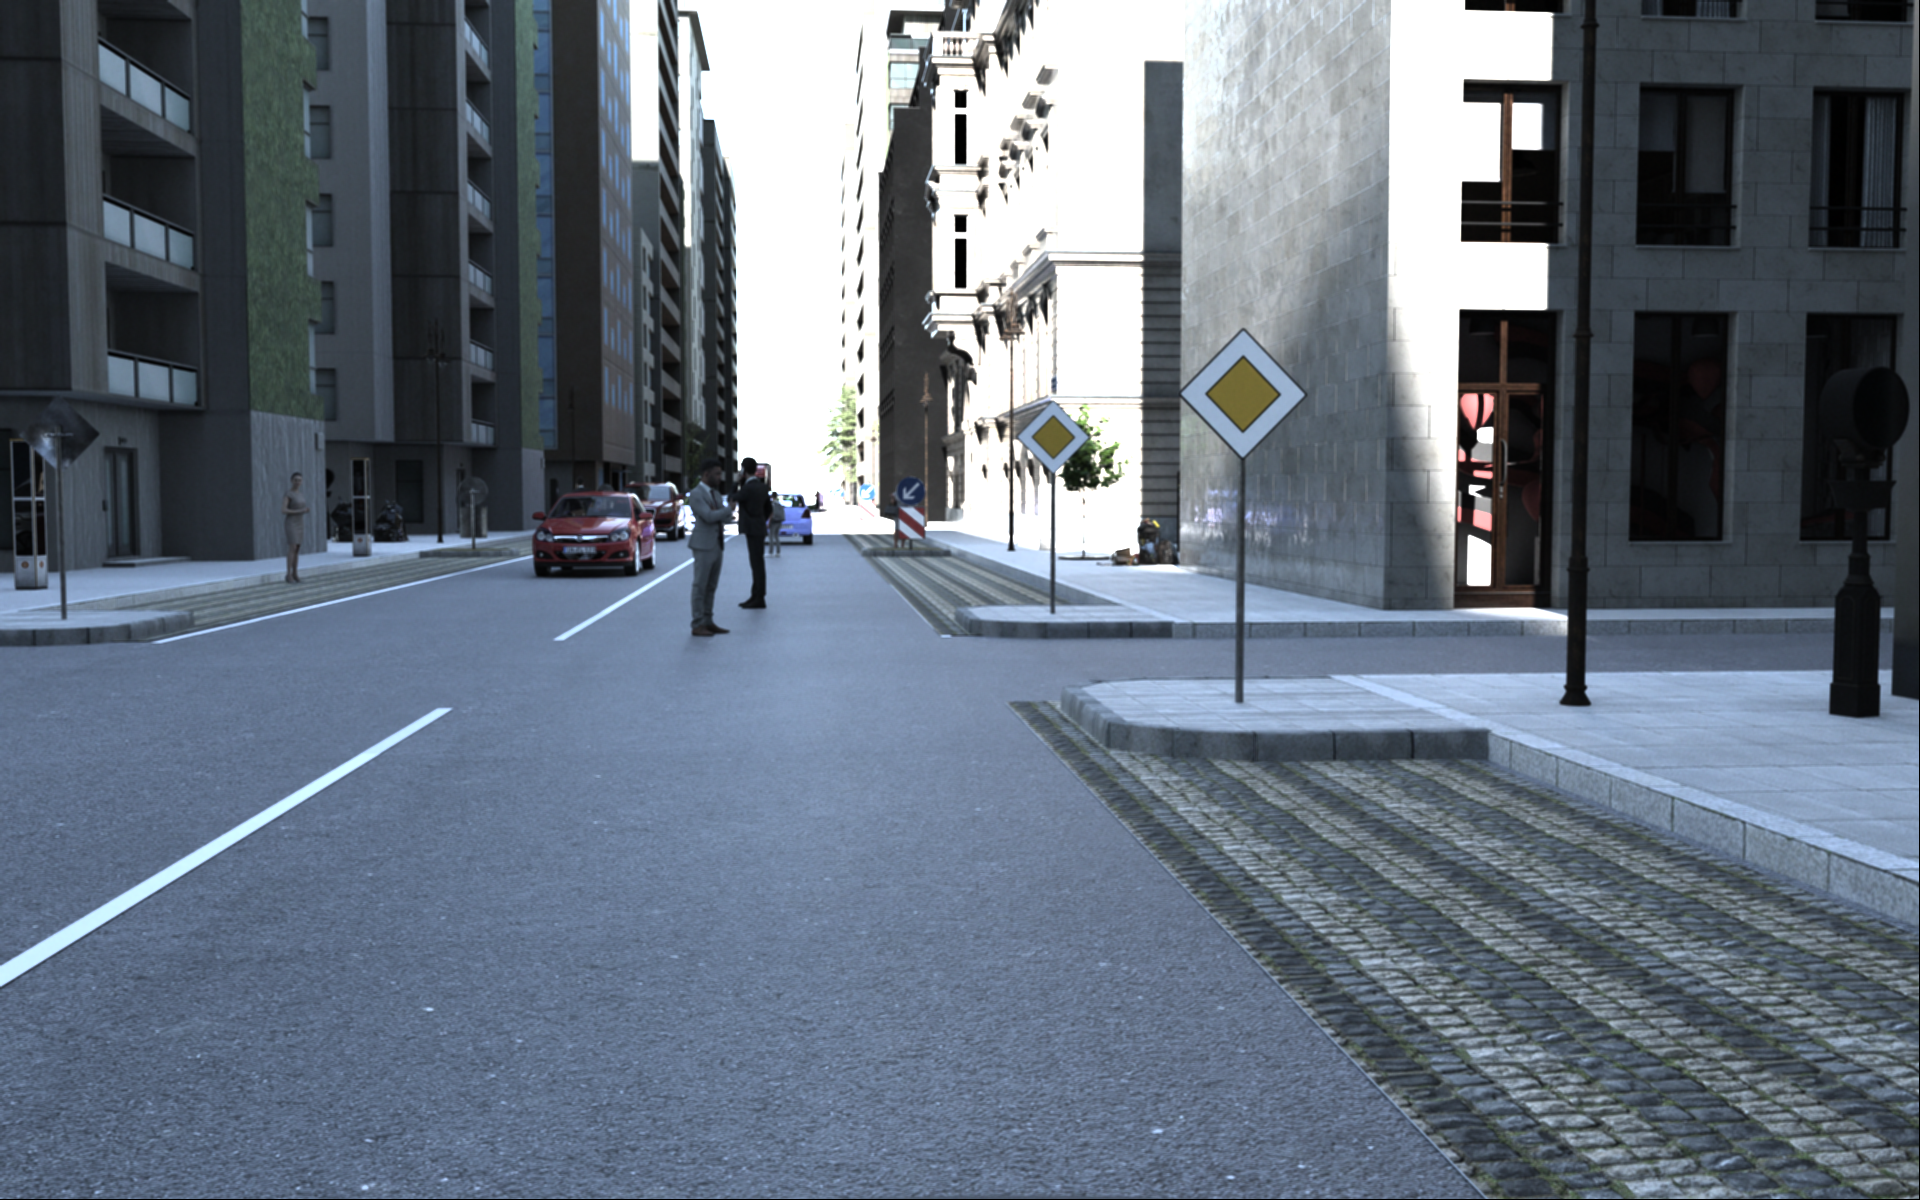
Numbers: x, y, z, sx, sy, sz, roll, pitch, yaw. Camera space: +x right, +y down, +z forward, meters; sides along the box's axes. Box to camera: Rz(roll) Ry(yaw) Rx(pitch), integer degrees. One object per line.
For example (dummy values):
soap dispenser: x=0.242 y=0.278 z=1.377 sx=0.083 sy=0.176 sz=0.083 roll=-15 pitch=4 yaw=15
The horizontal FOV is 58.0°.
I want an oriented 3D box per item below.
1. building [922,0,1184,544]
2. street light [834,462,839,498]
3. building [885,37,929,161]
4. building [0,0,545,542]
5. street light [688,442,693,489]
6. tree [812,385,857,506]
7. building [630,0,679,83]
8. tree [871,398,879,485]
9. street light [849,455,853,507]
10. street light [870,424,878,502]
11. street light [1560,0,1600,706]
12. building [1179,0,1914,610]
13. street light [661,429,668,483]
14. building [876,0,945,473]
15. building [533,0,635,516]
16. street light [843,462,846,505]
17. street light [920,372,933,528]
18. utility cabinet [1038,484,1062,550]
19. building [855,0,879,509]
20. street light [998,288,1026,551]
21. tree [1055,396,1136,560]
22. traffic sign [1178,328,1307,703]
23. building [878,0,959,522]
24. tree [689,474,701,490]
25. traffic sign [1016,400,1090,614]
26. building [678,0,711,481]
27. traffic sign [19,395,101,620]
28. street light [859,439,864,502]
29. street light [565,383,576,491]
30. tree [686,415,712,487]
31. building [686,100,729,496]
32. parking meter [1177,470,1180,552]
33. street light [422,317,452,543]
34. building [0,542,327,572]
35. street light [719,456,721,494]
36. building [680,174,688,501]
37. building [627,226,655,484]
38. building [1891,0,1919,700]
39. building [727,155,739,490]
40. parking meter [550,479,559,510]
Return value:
building: x=6.019 y=-14.783 z=60.786 sx=14.460 sy=24.649 sz=34.723 roll=0 pitch=4 yaw=-5
street light: x=-18.250 y=-17.092 z=252.235 sx=0.468 sy=5.910 sz=1.993 roll=0 pitch=4 yaw=-5
building: x=2.018 y=-20.945 z=114.159 sx=14.160 sy=30.474 sz=14.107 roll=0 pitch=4 yaw=-5
building: x=-21.909 y=-22.787 z=56.159 sx=14.154 sy=41.232 sz=14.086 roll=0 pitch=4 yaw=-5
street light: x=-23.095 y=-10.766 z=148.806 sx=0.468 sy=5.910 sz=1.993 roll=0 pitch=4 yaw=-5
tree: x=-11.555 y=-16.067 z=180.828 sx=7.486 sy=12.596 sz=7.792 roll=0 pitch=3 yaw=0
building: x=-32.522 y=-30.970 z=130.068 sx=21.300 sy=48.544 sz=21.600 roll=0 pitch=4 yaw=-5
tree: x=-3.504 y=-9.324 z=102.815 sx=4.737 sy=8.622 sz=4.395 roll=0 pitch=3 yaw=0
street light: x=-10.638 y=-12.015 z=169.238 sx=0.468 sy=5.910 sz=1.993 roll=0 pitch=4 yaw=-5
street light: x=-5.732 y=-8.694 z=114.927 sx=0.468 sy=5.910 sz=1.993 roll=0 pitch=4 yaw=-5
street light: x=3.752 y=-2.299 z=10.383 sx=0.468 sy=5.910 sz=1.993 roll=0 pitch=4 yaw=-5
building: x=12.574 y=-10.376 z=24.398 sx=16.860 sy=20.320 sz=10.420 roll=0 pitch=4 yaw=-5
street light: x=-20.627 y=-9.058 z=120.878 sx=0.468 sy=5.910 sz=1.993 roll=0 pitch=4 yaw=-5
building: x=7.431 y=-33.369 z=134.817 sx=28.713 sy=52.752 sz=27.495 roll=0 pitch=4 yaw=-5
building: x=-22.554 y=-26.181 z=78.169 sx=14.600 sy=45.320 sz=14.200 roll=0 pitch=4 yaw=-5
street light: x=-13.206 y=-13.748 z=197.569 sx=0.468 sy=5.910 sz=1.993 roll=0 pitch=4 yaw=-5
street light: x=-1.281 y=-5.698 z=65.949 sx=0.468 sy=5.910 sz=1.993 roll=0 pitch=4 yaw=-5
utility cabinet: x=2.072 y=-1.904 z=39.812 sx=0.318 sy=1.500 sz=1.173 roll=1 pitch=4 yaw=16
building: x=1.430 y=-32.740 z=159.004 sx=21.300 sy=48.544 sz=21.600 roll=0 pitch=4 yaw=-5
street light: x=1.159 y=-4.047 z=38.951 sx=0.468 sy=5.910 sz=1.993 roll=0 pitch=4 yaw=-5
tree: x=2.355 y=-2.410 z=34.008 sx=1.663 sy=3.219 sz=1.824 roll=0 pitch=3 yaw=0
traffic sign: x=1.717 y=-0.426 z=10.601 sx=0.795 sy=2.450 sz=0.064 roll=0 pitch=4 yaw=-5
building: x=2.444 y=-15.694 z=86.282 sx=12.332 sy=23.373 sz=15.834 roll=0 pitch=4 yaw=-5
tree: x=-25.498 y=-10.649 z=168.714 sx=1.663 sy=3.219 sz=1.824 roll=0 pitch=3 yaw=0
traffic sign: x=0.993 y=-0.912 z=18.553 sx=0.795 sy=2.450 sz=0.064 roll=0 pitch=4 yaw=-5
building: x=-41.827 y=-36.587 z=187.430 sx=28.713 sy=52.752 sz=27.495 roll=0 pitch=4 yaw=-5
traffic sign: x=-9.161 y=-0.857 z=17.654 sx=0.795 sy=2.450 sz=0.064 roll=0 pitch=4 yaw=-5
street light: x=-8.129 y=-10.359 z=142.151 sx=0.468 sy=5.910 sz=1.993 roll=0 pitch=4 yaw=-5
street light: x=-16.202 y=-6.103 z=72.579 sx=0.468 sy=5.910 sz=1.993 roll=0 pitch=4 yaw=-5
tree: x=-25.411 y=-12.978 z=162.548 sx=4.737 sy=8.622 sz=4.395 roll=0 pitch=3 yaw=0
building: x=-40.163 y=-36.032 z=212.830 sx=21.300 sy=48.544 sz=21.600 roll=0 pitch=4 yaw=-5
parking meter: x=4.950 y=-1.982 z=38.112 sx=0.255 sy=1.863 sz=0.399 roll=2 pitch=4 yaw=26
street light: x=-13.702 y=-4.446 z=45.479 sx=0.468 sy=5.910 sz=1.993 roll=0 pitch=4 yaw=-5
building: x=-20.383 y=-21.166 z=29.661 sx=14.154 sy=41.232 sz=14.086 roll=0 pitch=4 yaw=-5
street light: x=-28.274 y=-14.148 z=204.105 sx=0.468 sy=5.910 sz=1.993 roll=0 pitch=4 yaw=-5
building: x=-31.108 y=-23.080 z=149.060 sx=14.160 sy=30.474 sz=14.107 roll=0 pitch=4 yaw=-5
building: x=-33.855 y=-15.928 z=105.466 sx=27.650 sy=21.520 sz=28.899 roll=0 pitch=4 yaw=-5
building: x=17.504 y=-23.021 z=0.102 sx=21.300 sy=48.544 sz=21.600 roll=0 pitch=4 yaw=-5
building: x=-41.223 y=-37.362 z=234.572 sx=21.300 sy=48.544 sz=21.600 roll=0 pitch=4 yaw=-5
parking meter: x=-15.623 y=-3.732 z=66.724 sx=0.255 sy=1.863 sz=0.399 roll=0 pitch=4 yaw=2
